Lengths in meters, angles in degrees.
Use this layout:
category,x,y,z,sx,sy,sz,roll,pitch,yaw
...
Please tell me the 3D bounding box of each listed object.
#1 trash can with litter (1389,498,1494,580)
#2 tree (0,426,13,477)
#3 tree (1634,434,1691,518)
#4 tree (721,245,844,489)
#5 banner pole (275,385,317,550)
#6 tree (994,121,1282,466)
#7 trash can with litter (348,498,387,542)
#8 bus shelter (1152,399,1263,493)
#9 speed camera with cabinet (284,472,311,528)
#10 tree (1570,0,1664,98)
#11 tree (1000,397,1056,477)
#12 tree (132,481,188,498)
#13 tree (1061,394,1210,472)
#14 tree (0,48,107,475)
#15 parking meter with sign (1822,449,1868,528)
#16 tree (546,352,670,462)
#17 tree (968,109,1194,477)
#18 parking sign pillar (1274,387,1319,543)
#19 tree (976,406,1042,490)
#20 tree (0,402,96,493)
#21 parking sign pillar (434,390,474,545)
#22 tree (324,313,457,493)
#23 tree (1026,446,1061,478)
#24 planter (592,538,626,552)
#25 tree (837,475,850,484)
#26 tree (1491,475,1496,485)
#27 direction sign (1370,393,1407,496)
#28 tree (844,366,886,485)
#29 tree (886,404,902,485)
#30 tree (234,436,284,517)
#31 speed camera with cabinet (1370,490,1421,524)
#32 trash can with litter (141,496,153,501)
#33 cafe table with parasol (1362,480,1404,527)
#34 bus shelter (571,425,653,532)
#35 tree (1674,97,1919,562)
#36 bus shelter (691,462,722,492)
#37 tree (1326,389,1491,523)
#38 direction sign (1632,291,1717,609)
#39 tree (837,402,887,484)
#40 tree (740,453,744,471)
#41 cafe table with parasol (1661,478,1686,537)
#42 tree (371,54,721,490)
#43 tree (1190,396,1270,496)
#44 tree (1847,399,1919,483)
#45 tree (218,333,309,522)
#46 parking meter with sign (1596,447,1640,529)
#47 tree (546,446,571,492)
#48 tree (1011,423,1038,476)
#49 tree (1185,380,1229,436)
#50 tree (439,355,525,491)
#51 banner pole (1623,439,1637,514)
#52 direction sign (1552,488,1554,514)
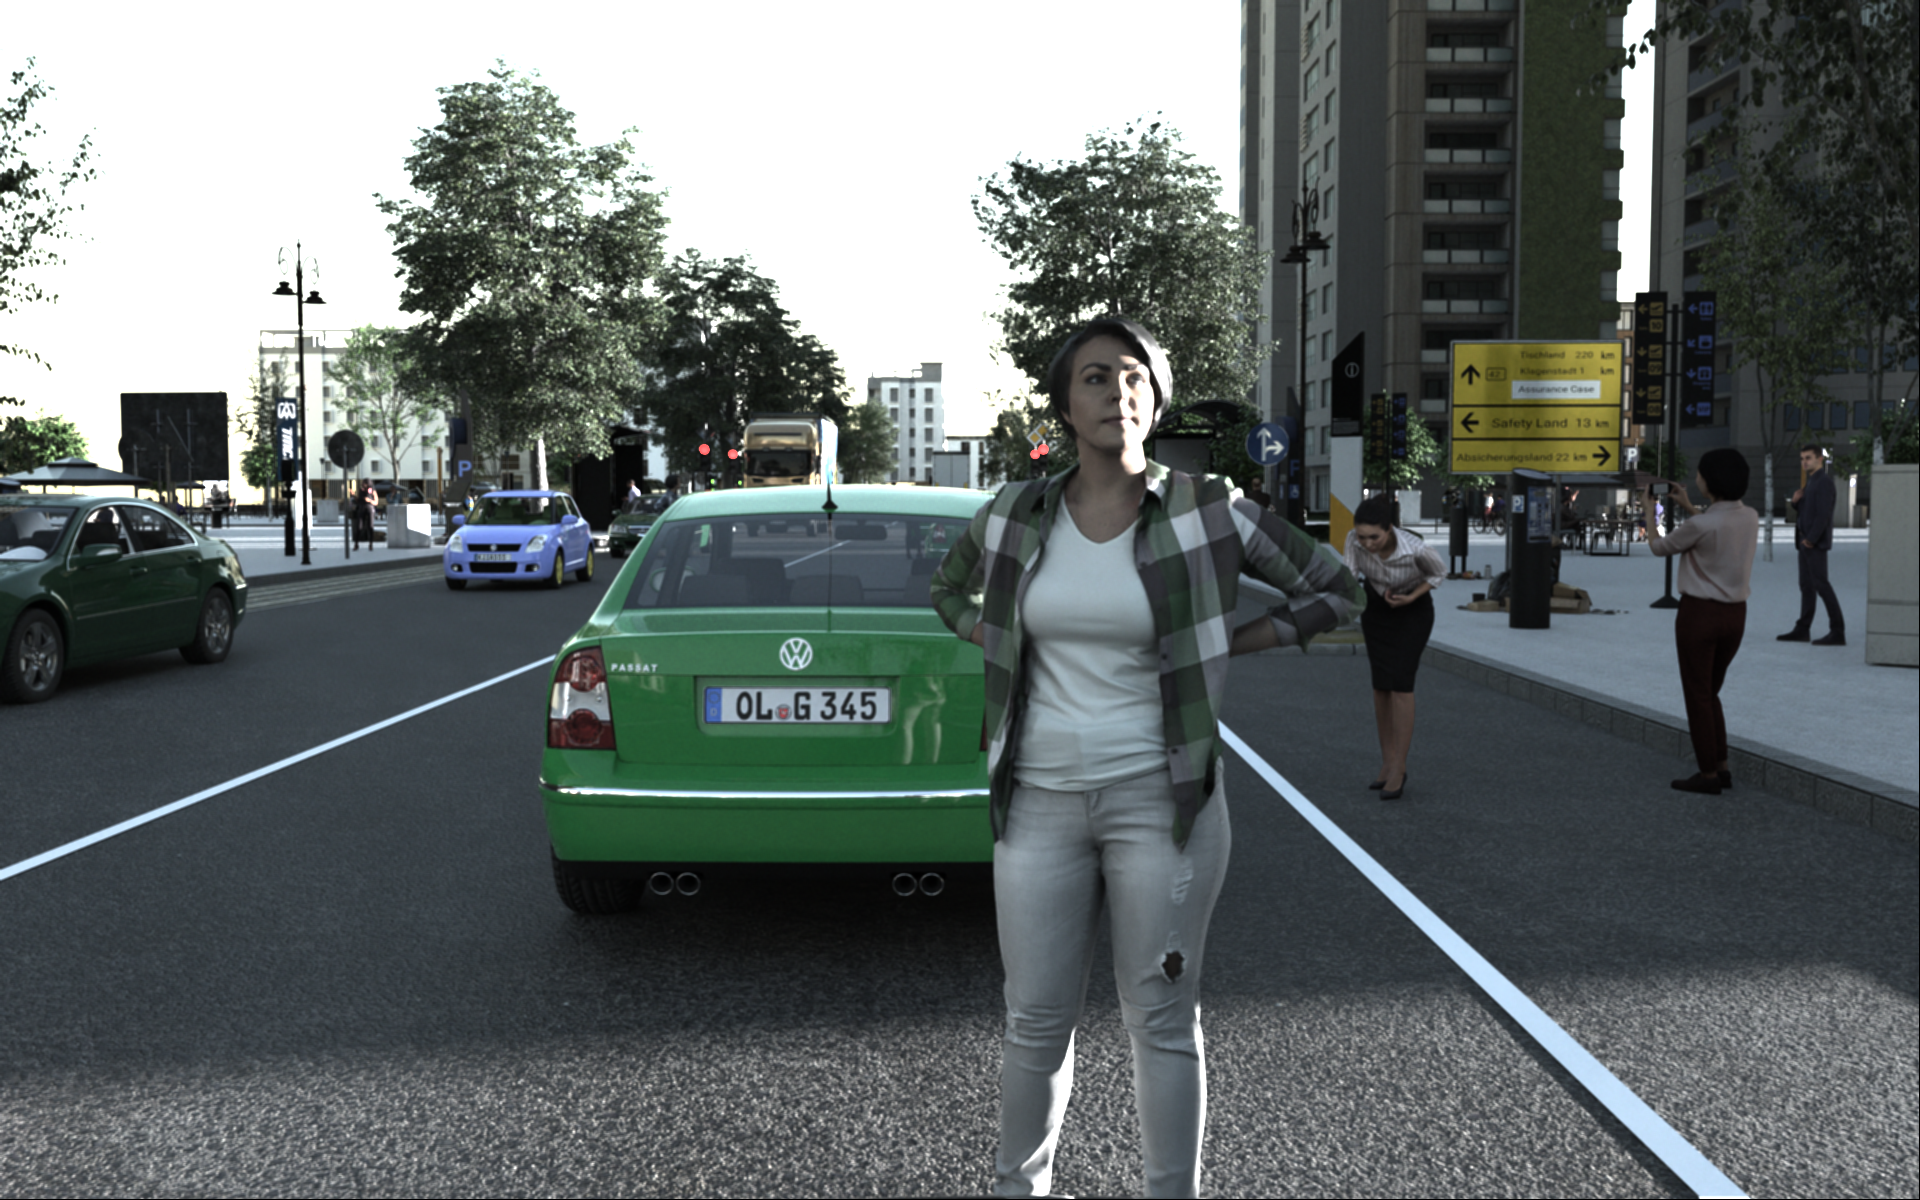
category,x,y,z,sx,sy,sz,roll,pitch,yaw
trash can with litter,7.670,-0.958,26.721,1.678,1.210,2.233,0,4,-3
tree,-67.181,-8.792,106.657,11.467,7.101,20.602,0,4,1
tree,37.782,-6.736,93.855,4.285,4.588,4.351,0,3,0
tree,-11.918,-11.061,87.501,9.857,13.997,8.962,0,3,0
banner pole,-15.236,-3.039,39.708,0.863,3.779,0.401,-2,4,-28
tree,5.971,-9.289,58.537,9.857,13.997,8.962,0,3,0
trash can with litter,-15.938,-2.162,46.744,1.055,1.170,0.624,0,4,5
bus shelter,5.447,-2.798,39.669,2.014,3.302,5.546,0,4,0
speed camera with cabinet,-25.275,-4.387,66.064,0.660,3.252,2.038,-2,4,-32
tree,5.623,-3.640,9.882,4.360,8.622,3.978,0,3,0
tree,5.413,-11.052,131.070,4.737,8.622,4.395,0,3,0
tree,-22.483,-3.323,48.937,1.663,3.219,1.824,0,3,0
tree,5.800,-4.139,51.388,4.285,4.588,4.351,0,3,0
tree,-12.675,-4.318,20.956,4.360,8.622,3.978,0,3,0
parking meter with sign,33.549,-4.246,65.683,0.543,3.016,1.738,-2,4,-27
tree,-21.606,-10.505,106.164,8.767,10.594,7.601,0,4,0
tree,7.274,-14.011,84.974,12.611,20.169,13.585,0,3,0
parking sign pillar,8.175,-3.331,42.933,1.447,3.967,1.447,0,4,-3
tree,6.628,-18.555,220.388,9.611,12.733,9.660,0,3,0
tree,-32.887,-4.802,62.221,4.285,4.588,4.351,0,3,0
parking sign pillar,-12.677,-3.402,44.095,1.447,3.967,1.447,-1,4,-22
tree,-32.752,-10.666,100.136,9.928,11.665,9.643,0,3,0
tree,6.478,-6.740,93.906,4.285,4.588,4.351,0,3,0
planter,-9.527,-1.384,43.769,1.991,0.319,1.994,0,4,0
tree,-11.309,-10.918,173.106,1.663,3.219,1.824,0,3,0
tree,22.799,-5.752,77.760,4.285,4.588,4.351,0,3,0
direction sign,9.635,-2.875,39.008,0.876,3.537,0.379,3,5,42
tree,-12.484,-13.969,135.051,9.857,13.997,8.962,0,3,0
tree,-12.182,-19.327,222.649,9.857,13.997,8.962,0,3,0
tree,-38.649,-6.884,96.274,4.285,4.588,4.351,0,3,0
speed camera with cabinet,18.707,-4.895,74.362,2.038,3.252,0.660,0,4,4
trash can with litter,-34.677,-3.899,74.808,2.233,1.210,1.678,-3,4,-36
cafe table with parasol,14.758,-3.464,61.500,2.610,1.966,2.610,-1,4,-18
bus shelter,-12.403,-4.331,62.095,1.731,3.624,6.357,0,3,0
tree,15.471,-5.024,32.513,4.737,8.622,4.395,0,3,0
bus shelter,-15.710,-7.053,109.242,2.014,3.302,5.546,0,4,0
tree,13.264,-4.299,54.006,4.285,4.588,4.351,0,3,0
direction sign,7.994,-1.679,19.452,0.876,3.537,0.379,0,4,5
tree,-12.173,-16.284,192.005,9.928,11.665,9.643,0,3,0
tree,-12.150,-7.819,111.558,4.285,4.588,4.351,0,3,0
cafe table with parasol,18.066,-2.548,46.531,2.610,1.966,2.610,2,4,28
tree,-12.442,-8.824,50.924,9.857,13.997,8.962,0,3,0
tree,5.640,-2.413,34.062,1.663,3.219,1.824,0,3,0
tree,32.485,-4.648,59.708,4.285,4.588,4.351,0,3,0
tree,-31.538,-7.853,78.764,4.360,8.622,3.978,0,3,0
parking meter with sign,24.353,-4.155,64.201,1.738,3.016,0.543,-2,4,-28
tree,-22.124,-7.066,99.250,4.285,4.588,4.351,0,3,0
tree,6.886,-13.466,170.533,4.360,8.622,3.978,0,3,0
tree,14.896,-9.307,102.527,4.360,8.622,3.978,0,3,0
tree,-21.675,-7.954,80.415,4.737,8.622,4.395,0,3,0
banner pole,30.248,-5.391,78.160,0.863,3.779,0.401,-1,4,-13
direction sign,22.059,-4.427,64.373,0.379,3.537,0.876,1,4,19
